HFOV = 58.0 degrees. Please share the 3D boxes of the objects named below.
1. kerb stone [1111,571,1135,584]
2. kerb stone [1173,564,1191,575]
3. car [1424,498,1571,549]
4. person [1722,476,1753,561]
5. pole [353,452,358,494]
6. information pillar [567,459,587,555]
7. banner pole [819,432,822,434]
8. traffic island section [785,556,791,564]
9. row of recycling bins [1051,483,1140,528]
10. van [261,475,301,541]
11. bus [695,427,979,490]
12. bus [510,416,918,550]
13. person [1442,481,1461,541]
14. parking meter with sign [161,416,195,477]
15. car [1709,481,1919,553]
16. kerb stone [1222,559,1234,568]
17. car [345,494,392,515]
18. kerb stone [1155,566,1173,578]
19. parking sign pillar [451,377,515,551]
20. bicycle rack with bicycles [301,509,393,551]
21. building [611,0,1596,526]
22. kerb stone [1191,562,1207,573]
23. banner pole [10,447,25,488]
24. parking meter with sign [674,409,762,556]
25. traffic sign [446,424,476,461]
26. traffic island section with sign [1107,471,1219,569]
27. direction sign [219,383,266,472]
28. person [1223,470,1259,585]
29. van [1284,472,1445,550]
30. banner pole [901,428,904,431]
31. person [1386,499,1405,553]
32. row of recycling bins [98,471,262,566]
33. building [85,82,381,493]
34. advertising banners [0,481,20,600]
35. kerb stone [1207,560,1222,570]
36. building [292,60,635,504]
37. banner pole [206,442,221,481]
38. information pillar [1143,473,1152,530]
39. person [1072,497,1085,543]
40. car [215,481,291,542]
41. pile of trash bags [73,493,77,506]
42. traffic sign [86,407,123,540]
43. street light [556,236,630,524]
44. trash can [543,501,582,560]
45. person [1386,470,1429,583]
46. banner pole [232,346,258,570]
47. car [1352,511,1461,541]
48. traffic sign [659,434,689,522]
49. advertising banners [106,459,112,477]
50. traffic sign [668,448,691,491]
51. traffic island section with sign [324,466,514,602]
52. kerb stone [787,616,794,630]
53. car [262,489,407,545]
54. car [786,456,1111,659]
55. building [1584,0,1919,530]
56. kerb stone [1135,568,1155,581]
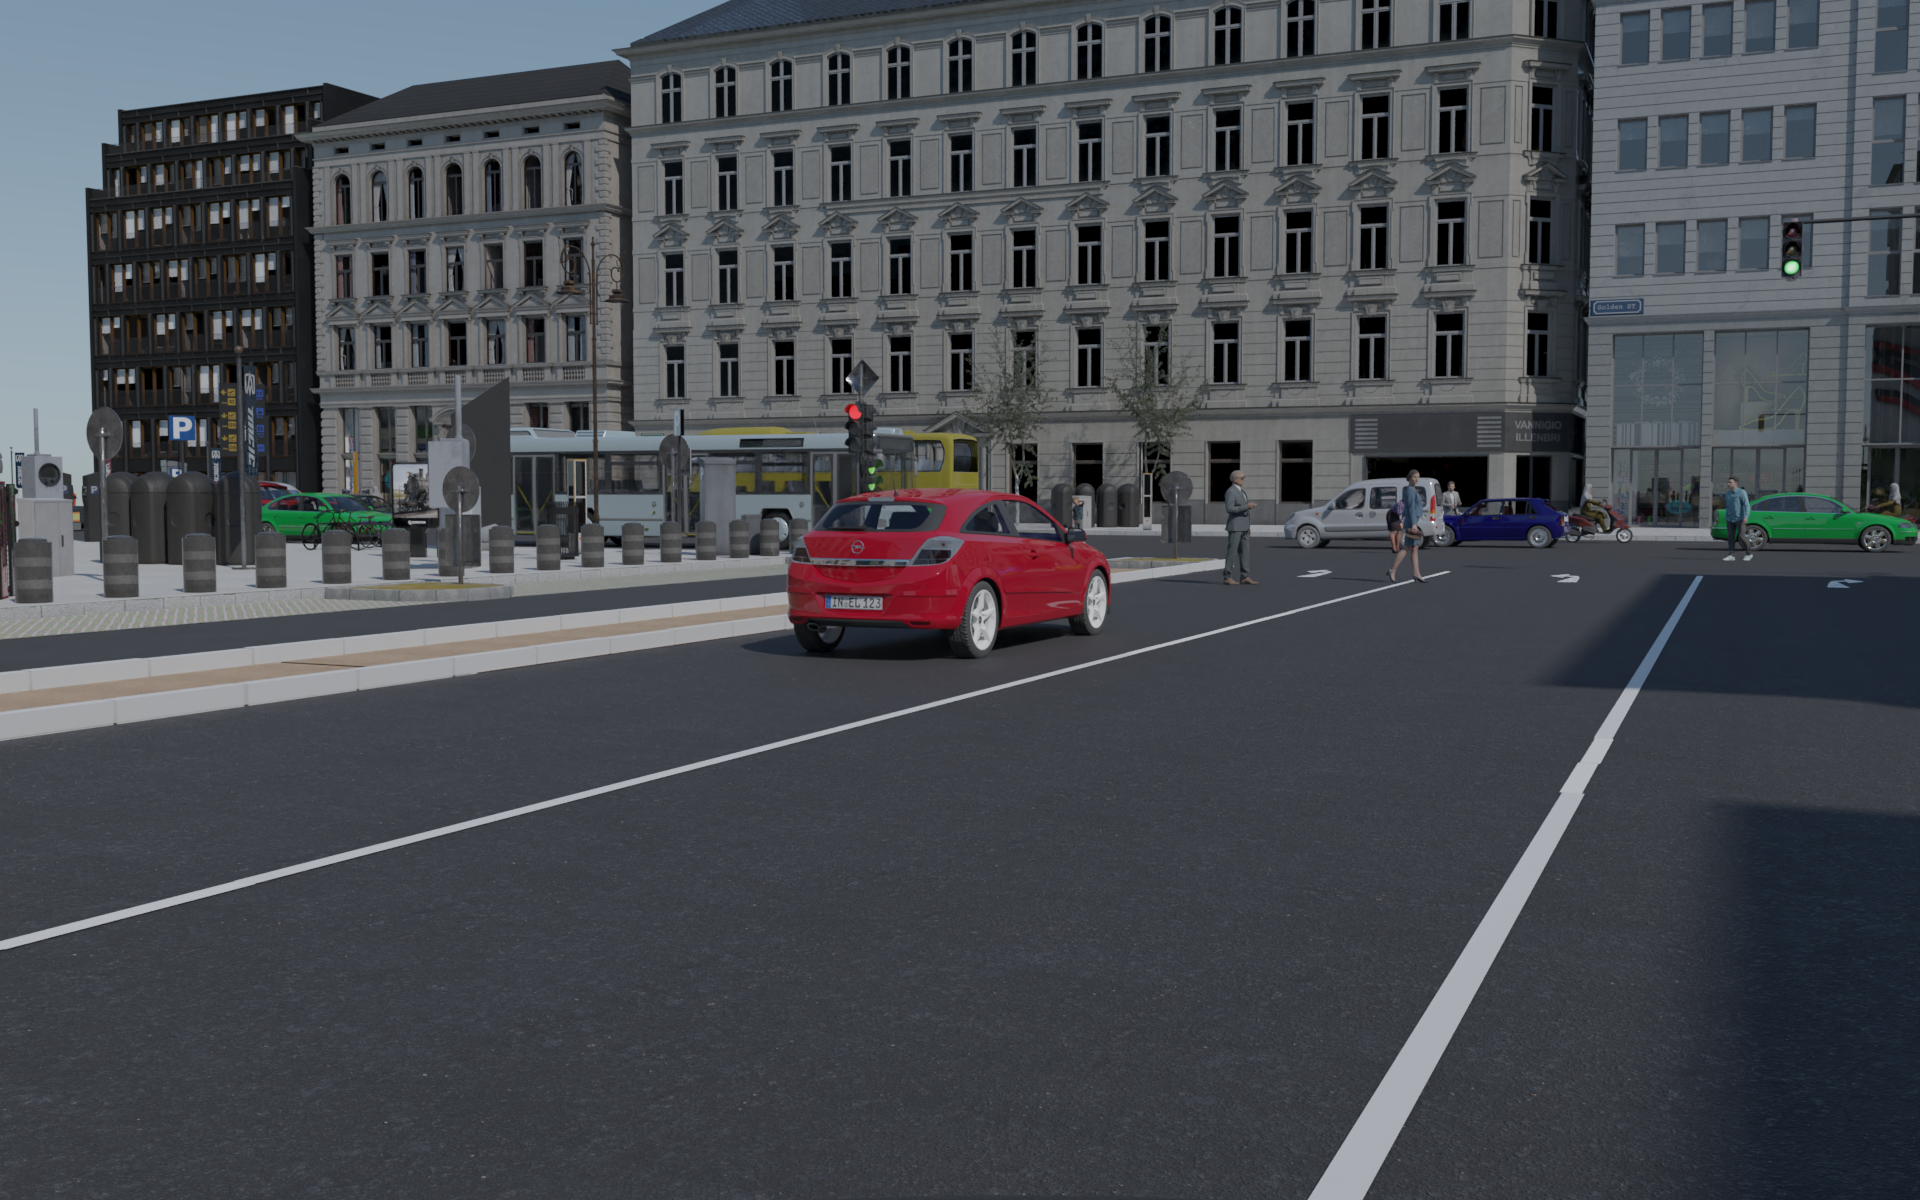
[{"bbox_3d":[2.585,-0.362,28.109,0.120,0.150,1.000,2,4,24],"label":"kerb stone"},{"bbox_3d":[3.868,-0.531,30.926,0.120,0.150,1.000,2,4,24],"label":"kerb stone"},{"bbox_3d":[14.432,-2.097,46.871,3.894,1.354,1.945,2,4,26],"label":"car"},{"bbox_3d":[16.809,-1.765,37.374,0.620,1.820,0.660,-2,4,-25],"label":"person"},{"bbox_3d":[-29.064,-5.472,83.318,0.158,3.312,0.155,0,3,0],"label":"pole"},{"bbox_3d":[-8.122,-1.974,36.765,0.304,2.012,0.304,-3,5,-42],"label":"information pillar"},{"bbox_3d":[-5.822,-4.905,70.215,0.863,3.779,0.401,2,4,31],"label":"banner pole"},{"bbox_3d":[-2.079,-0.855,36.263,2.009,0.180,2.903,2,4,24],"label":"traffic island section"},{"bbox_3d":[5.230,-3.635,66.551,3.534,1.692,1.069,-1,4,-17],"label":"row of recycling bins"},{"bbox_3d":[-21.321,-2.867,53.882,4.112,2.044,2.013,1,4,23],"label":"van"},{"bbox_3d":[-5.418,-4.395,63.407,12.252,3.916,2.896,1,4,23],"label":"bus"},{"bbox_3d":[-6.818,-3.167,46.635,13.247,3.499,2.948,1,4,23],"label":"bus"},{"bbox_3d":[14.443,-2.576,50.811,0.606,1.804,0.583,-1,4,-13],"label":"person"},{"bbox_3d":[-17.801,-2.632,39.300,0.543,3.016,1.738,-2,4,-35],"label":"parking meter with sign"},{"bbox_3d":[21.412,-2.124,43.530,4.718,1.807,1.959,2,4,24],"label":"car"},{"bbox_3d":[5.145,-0.706,33.740,0.120,0.150,1.000,2,4,24],"label":"kerb stone"},{"bbox_3d":[-20.882,-3.109,60.615,4.222,1.686,2.009,2,4,25],"label":"car"},{"bbox_3d":[3.439,-0.477,29.988,0.120,0.150,1.000,2,4,24],"label":"kerb stone"},{"bbox_3d":[-10.975,-3.130,39.648,1.447,3.967,1.447,-1,4,-23],"label":"parking sign pillar"},{"bbox_3d":[-13.919,-1.641,40.210,2.852,0.926,2.925,3,5,39],"label":"bicycle rack with bicycles"},{"bbox_3d":[6.962,-18.675,81.750,44.131,29.872,17.030,2,4,24],"label":"building"},{"bbox_3d":[4.293,-0.592,31.872,0.120,0.150,1.000,2,4,24],"label":"kerb stone"},{"bbox_3d":[-49.827,-6.209,91.532,0.863,3.779,0.401,-1,4,-13],"label":"banner pole"},{"bbox_3d":[-5.021,-2.432,36.022,1.738,3.016,0.543,-2,4,-23],"label":"parking meter with sign"},{"bbox_3d":[-9.058,-1.910,31.342,0.768,2.556,0.104,2,4,30],"label":"traffic sign"},{"bbox_3d":[4.029,-1.567,33.754,2.006,1.907,1.989,2,4,24],"label":"traffic island section with sign"},{"bbox_3d":[-14.684,-2.662,35.514,0.876,3.537,0.379,-2,4,-34],"label":"direction sign"},{"bbox_3d":[4.450,-1.138,27.280,0.590,1.801,0.661,2,4,31],"label":"person"},{"bbox_3d":[10.616,-2.359,45.582,4.112,2.044,2.013,2,4,23],"label":"van"},{"bbox_3d":[-2.423,-4.662,66.241,0.863,3.779,0.401,2,4,26],"label":"banner pole"},{"bbox_3d":[10.610,-1.837,41.761,0.421,1.427,0.697,-3,4,-38],"label":"person"},{"bbox_3d":[-14.337,-1.509,31.788,3.534,1.692,1.069,1,4,20],"label":"row of recycling bins"},{"bbox_3d":[-39.678,-16.568,100.572,15.834,23.373,12.332,2,4,24],"label":"building"},{"bbox_3d":[-11.708,-1.525,21.125,0.090,3.025,2.074,-1,4,-20],"label":"advertising banners"},{"bbox_3d":[4.726,-0.649,32.802,0.120,0.150,1.000,2,4,24],"label":"kerb stone"},{"bbox_3d":[-23.602,-16.099,92.105,19.941,23.489,11.050,2,4,24],"label":"building"},{"bbox_3d":[-35.720,-5.678,82.847,0.401,3.779,0.863,3,5,44],"label":"banner pole"},{"bbox_3d":[6.630,-3.470,61.222,0.304,2.012,0.304,1,4,11],"label":"information pillar"},{"bbox_3d":[3.344,-2.215,48.623,0.435,1.345,0.340,1,4,17],"label":"person"},{"bbox_3d":[-21.835,-2.588,50.986,5.304,1.827,2.281,2,4,24],"label":"car"},{"bbox_3d":[-47.117,-5.259,95.734,3.447,1.369,1.912,1,4,23],"label":"pile of trash bags"},{"bbox_3d":[-12.533,-1.544,25.354,0.768,2.556,0.104,2,4,26],"label":"traffic sign"},{"bbox_3d":[-6.586,-3.575,31.245,0.468,5.910,1.993,2,4,24],"label":"street light"},{"bbox_3d":[-7.778,-1.362,33.918,0.748,1.137,0.748,0,3,0],"label":"trash can"},{"bbox_3d":[7.250,-1.191,27.995,0.654,1.822,0.581,2,4,27],"label":"person"},{"bbox_3d":[-12.185,-2.423,29.625,0.401,3.779,0.863,0,4,3],"label":"banner pole"},{"bbox_3d":[13.815,-2.522,53.600,4.827,1.381,2.083,1,4,22],"label":"car"},{"bbox_3d":[-6.068,-2.235,36.640,0.768,2.556,0.104,2,4,26],"label":"traffic sign"},{"bbox_3d":[-41.397,-5.462,85.491,2.074,3.025,0.090,1,4,13],"label":"advertising banners"},{"bbox_3d":[-6.217,-2.213,38.318,0.606,2.300,0.079,2,4,26],"label":"traffic sign"},{"bbox_3d":[-7.309,-0.935,23.923,1.989,1.847,2.006,2,4,24],"label":"traffic island section with sign"},{"bbox_3d":[-1.681,0.211,18.752,0.120,0.150,1.000,2,4,24],"label":"kerb stone"},{"bbox_3d":[-17.062,-2.322,46.768,4.718,1.807,1.959,2,4,25],"label":"car"},{"bbox_3d":[0.043,-0.472,16.755,2.155,1.783,4.494,2,4,26],"label":"car"},{"bbox_3d":[39.377,-17.509,63.764,29.804,29.767,11.434,2,4,24],"label":"building"},{"bbox_3d":[3.007,-0.416,29.045,0.120,0.150,1.000,2,4,24],"label":"kerb stone"}]
